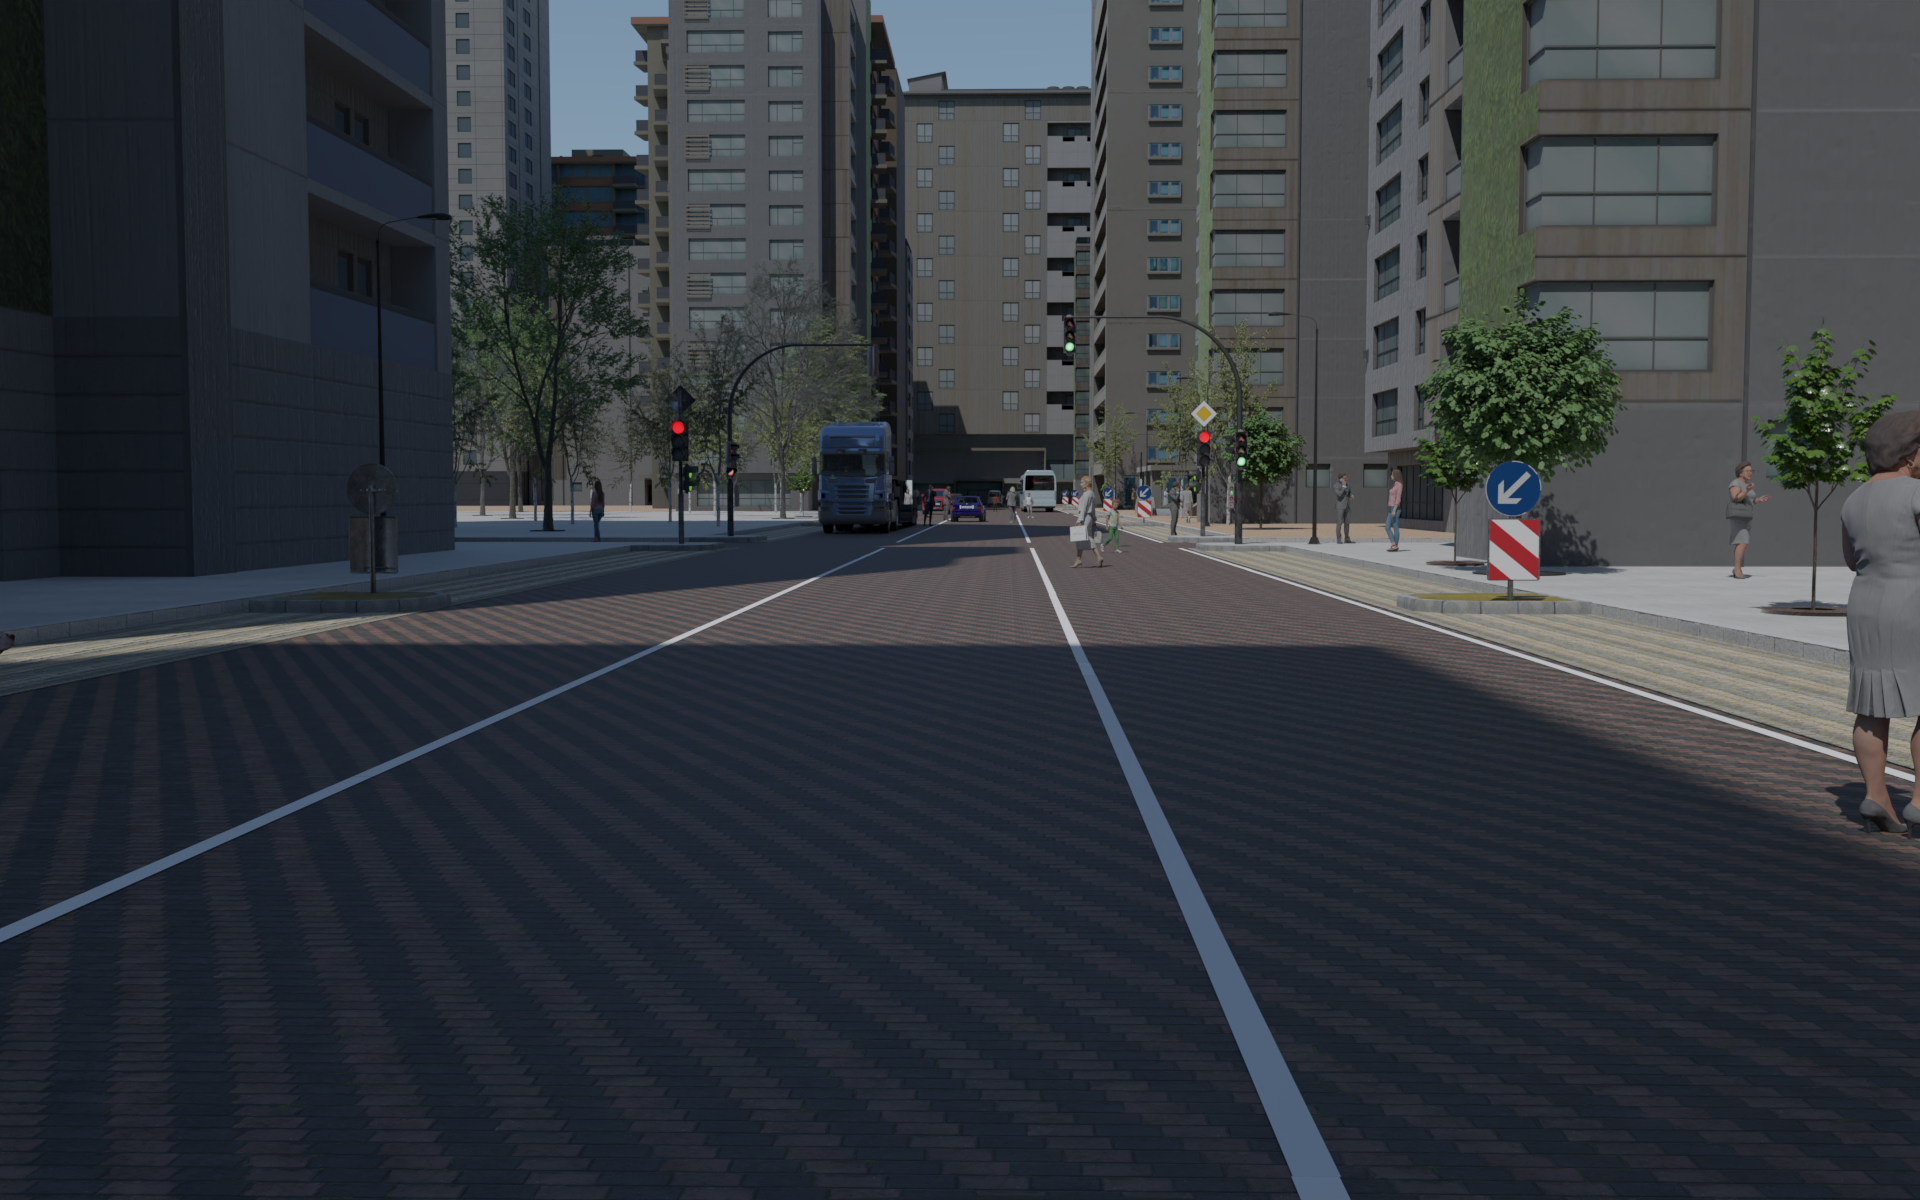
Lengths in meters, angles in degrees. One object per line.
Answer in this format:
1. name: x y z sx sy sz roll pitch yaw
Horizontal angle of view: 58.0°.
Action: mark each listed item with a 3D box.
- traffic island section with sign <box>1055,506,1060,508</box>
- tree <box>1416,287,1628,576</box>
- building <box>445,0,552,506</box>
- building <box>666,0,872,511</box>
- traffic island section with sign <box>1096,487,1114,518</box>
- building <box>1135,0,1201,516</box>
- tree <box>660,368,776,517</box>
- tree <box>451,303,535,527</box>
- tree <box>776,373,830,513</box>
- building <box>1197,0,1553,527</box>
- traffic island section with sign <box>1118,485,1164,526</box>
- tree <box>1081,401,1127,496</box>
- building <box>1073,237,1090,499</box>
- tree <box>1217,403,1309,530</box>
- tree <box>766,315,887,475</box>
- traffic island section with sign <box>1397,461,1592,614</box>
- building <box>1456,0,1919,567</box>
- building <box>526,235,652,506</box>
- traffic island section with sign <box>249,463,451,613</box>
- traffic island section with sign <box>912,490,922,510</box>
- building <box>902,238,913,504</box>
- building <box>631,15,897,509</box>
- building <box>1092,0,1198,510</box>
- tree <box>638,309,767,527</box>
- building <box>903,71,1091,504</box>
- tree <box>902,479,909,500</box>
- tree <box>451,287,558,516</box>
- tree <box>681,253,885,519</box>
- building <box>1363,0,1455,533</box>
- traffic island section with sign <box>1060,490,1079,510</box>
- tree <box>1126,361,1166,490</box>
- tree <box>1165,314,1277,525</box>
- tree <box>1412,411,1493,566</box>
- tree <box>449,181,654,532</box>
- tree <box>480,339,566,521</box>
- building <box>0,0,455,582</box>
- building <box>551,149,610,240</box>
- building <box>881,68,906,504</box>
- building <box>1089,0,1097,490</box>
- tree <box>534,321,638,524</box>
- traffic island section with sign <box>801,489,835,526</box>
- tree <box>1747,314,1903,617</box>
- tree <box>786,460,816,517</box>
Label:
1. traffic island section with sign: 10.886 -10.566 181.376 1.989 1.847 2.006 0 4 2
2. tree: 8.969 -2.689 27.673 4.285 4.588 4.351 0 3 0
3. building: -58.085 -46.229 194.092 20.611 71.187 20.563 0 4 2
4. building: -14.416 -27.599 134.843 14.154 41.232 14.086 0 4 2
5. traffic island section with sign: 8.765 -5.837 104.061 1.989 1.847 2.006 0 4 2
6. building: 27.595 -25.391 107.020 32.217 40.220 23.993 0 4 2
7. tree: -13.761 -9.069 98.645 4.737 8.622 4.395 0 3 0
8. tree: -19.226 -7.079 66.109 4.360 8.622 3.978 0 3 0
9. tree: -10.524 -9.408 104.183 4.737 8.622 4.395 0 3 0
10. building: 18.003 -24.260 80.252 14.154 41.232 14.086 0 4 2
11. traffic island section with sign: 8.034 -4.189 77.116 1.989 1.847 2.006 0 4 2
12. tree: 11.932 -11.356 136.038 4.737 8.622 4.395 0 3 0
13. building: 19.821 -25.932 195.686 14.160 30.474 14.107 0 4 2
14. tree: 10.819 -4.827 62.642 4.285 4.588 4.351 0 3 0
15. tree: -8.561 -11.766 110.503 7.486 12.596 7.792 0 3 0
16. traffic island section with sign: 6.511 -0.783 21.430 1.989 1.847 2.006 0 4 2
17. building: 17.268 -21.555 36.012 14.154 41.232 14.086 0 4 2
18. building: -40.657 -26.050 197.626 14.107 30.474 14.160 0 4 2
19. traffic island section with sign: -7.516 -0.798 21.673 1.989 1.847 2.006 0 4 2
20. traffic island section with sign: -3.865 -8.949 154.947 1.989 1.847 2.006 0 4 2
21. building: -12.425 -26.007 196.914 14.107 30.474 14.160 0 4 2
22. building: -17.294 -30.759 157.533 22.147 44.769 28.867 0 4 2
23. building: 22.624 -32.079 148.193 21.300 48.544 21.600 0 4 2
24. tree: -9.787 -7.208 68.206 4.360 8.622 3.978 0 3 0
25. building: 6.574 -38.870 224.758 27.495 52.752 28.713 0 4 2
26. tree: -6.019 -11.886 188.932 1.663 3.219 1.824 0 3 0
27. tree: -28.025 -11.705 101.744 12.009 13.543 11.850 0 3 0
28. tree: -9.112 -10.911 88.757 12.009 13.543 11.850 0 3 0
29. building: 22.312 -17.583 59.191 14.107 30.474 14.160 0 4 2
30. traffic island section with sign: 10.142 -8.917 154.420 1.989 1.847 2.006 0 4 2
31. tree: 11.734 -8.625 91.379 4.737 8.622 4.395 0 3 0
32. tree: 11.112 -7.415 71.598 4.737 8.622 4.395 0 3 0
33. tree: 8.920 -2.248 31.352 1.663 3.219 1.824 0 3 0
34. tree: -14.234 -8.152 59.044 9.928 11.665 9.643 0 3 0
35. tree: -20.222 -8.028 81.621 4.737 8.622 4.395 0 3 0
36. building: -25.716 -30.085 33.894 28.212 58.520 21.231 0 4 2
37. building: -46.403 -34.756 222.885 28.867 44.769 22.147 0 4 2
38. building: -12.983 -32.379 179.501 14.600 45.320 14.200 0 4 2
39. building: 23.554 -38.606 173.201 21.231 58.520 28.212 0 4 2
40. tree: -16.548 -7.512 73.191 4.360 8.622 3.978 0 3 0
41. traffic island section with sign: -5.996 -4.197 77.243 1.989 1.847 2.006 0 4 2
42. tree: 9.041 -1.458 18.445 1.663 3.219 1.824 0 3 0
43. tree: -9.006 -6.326 98.030 1.663 3.219 1.824 0 3 0
